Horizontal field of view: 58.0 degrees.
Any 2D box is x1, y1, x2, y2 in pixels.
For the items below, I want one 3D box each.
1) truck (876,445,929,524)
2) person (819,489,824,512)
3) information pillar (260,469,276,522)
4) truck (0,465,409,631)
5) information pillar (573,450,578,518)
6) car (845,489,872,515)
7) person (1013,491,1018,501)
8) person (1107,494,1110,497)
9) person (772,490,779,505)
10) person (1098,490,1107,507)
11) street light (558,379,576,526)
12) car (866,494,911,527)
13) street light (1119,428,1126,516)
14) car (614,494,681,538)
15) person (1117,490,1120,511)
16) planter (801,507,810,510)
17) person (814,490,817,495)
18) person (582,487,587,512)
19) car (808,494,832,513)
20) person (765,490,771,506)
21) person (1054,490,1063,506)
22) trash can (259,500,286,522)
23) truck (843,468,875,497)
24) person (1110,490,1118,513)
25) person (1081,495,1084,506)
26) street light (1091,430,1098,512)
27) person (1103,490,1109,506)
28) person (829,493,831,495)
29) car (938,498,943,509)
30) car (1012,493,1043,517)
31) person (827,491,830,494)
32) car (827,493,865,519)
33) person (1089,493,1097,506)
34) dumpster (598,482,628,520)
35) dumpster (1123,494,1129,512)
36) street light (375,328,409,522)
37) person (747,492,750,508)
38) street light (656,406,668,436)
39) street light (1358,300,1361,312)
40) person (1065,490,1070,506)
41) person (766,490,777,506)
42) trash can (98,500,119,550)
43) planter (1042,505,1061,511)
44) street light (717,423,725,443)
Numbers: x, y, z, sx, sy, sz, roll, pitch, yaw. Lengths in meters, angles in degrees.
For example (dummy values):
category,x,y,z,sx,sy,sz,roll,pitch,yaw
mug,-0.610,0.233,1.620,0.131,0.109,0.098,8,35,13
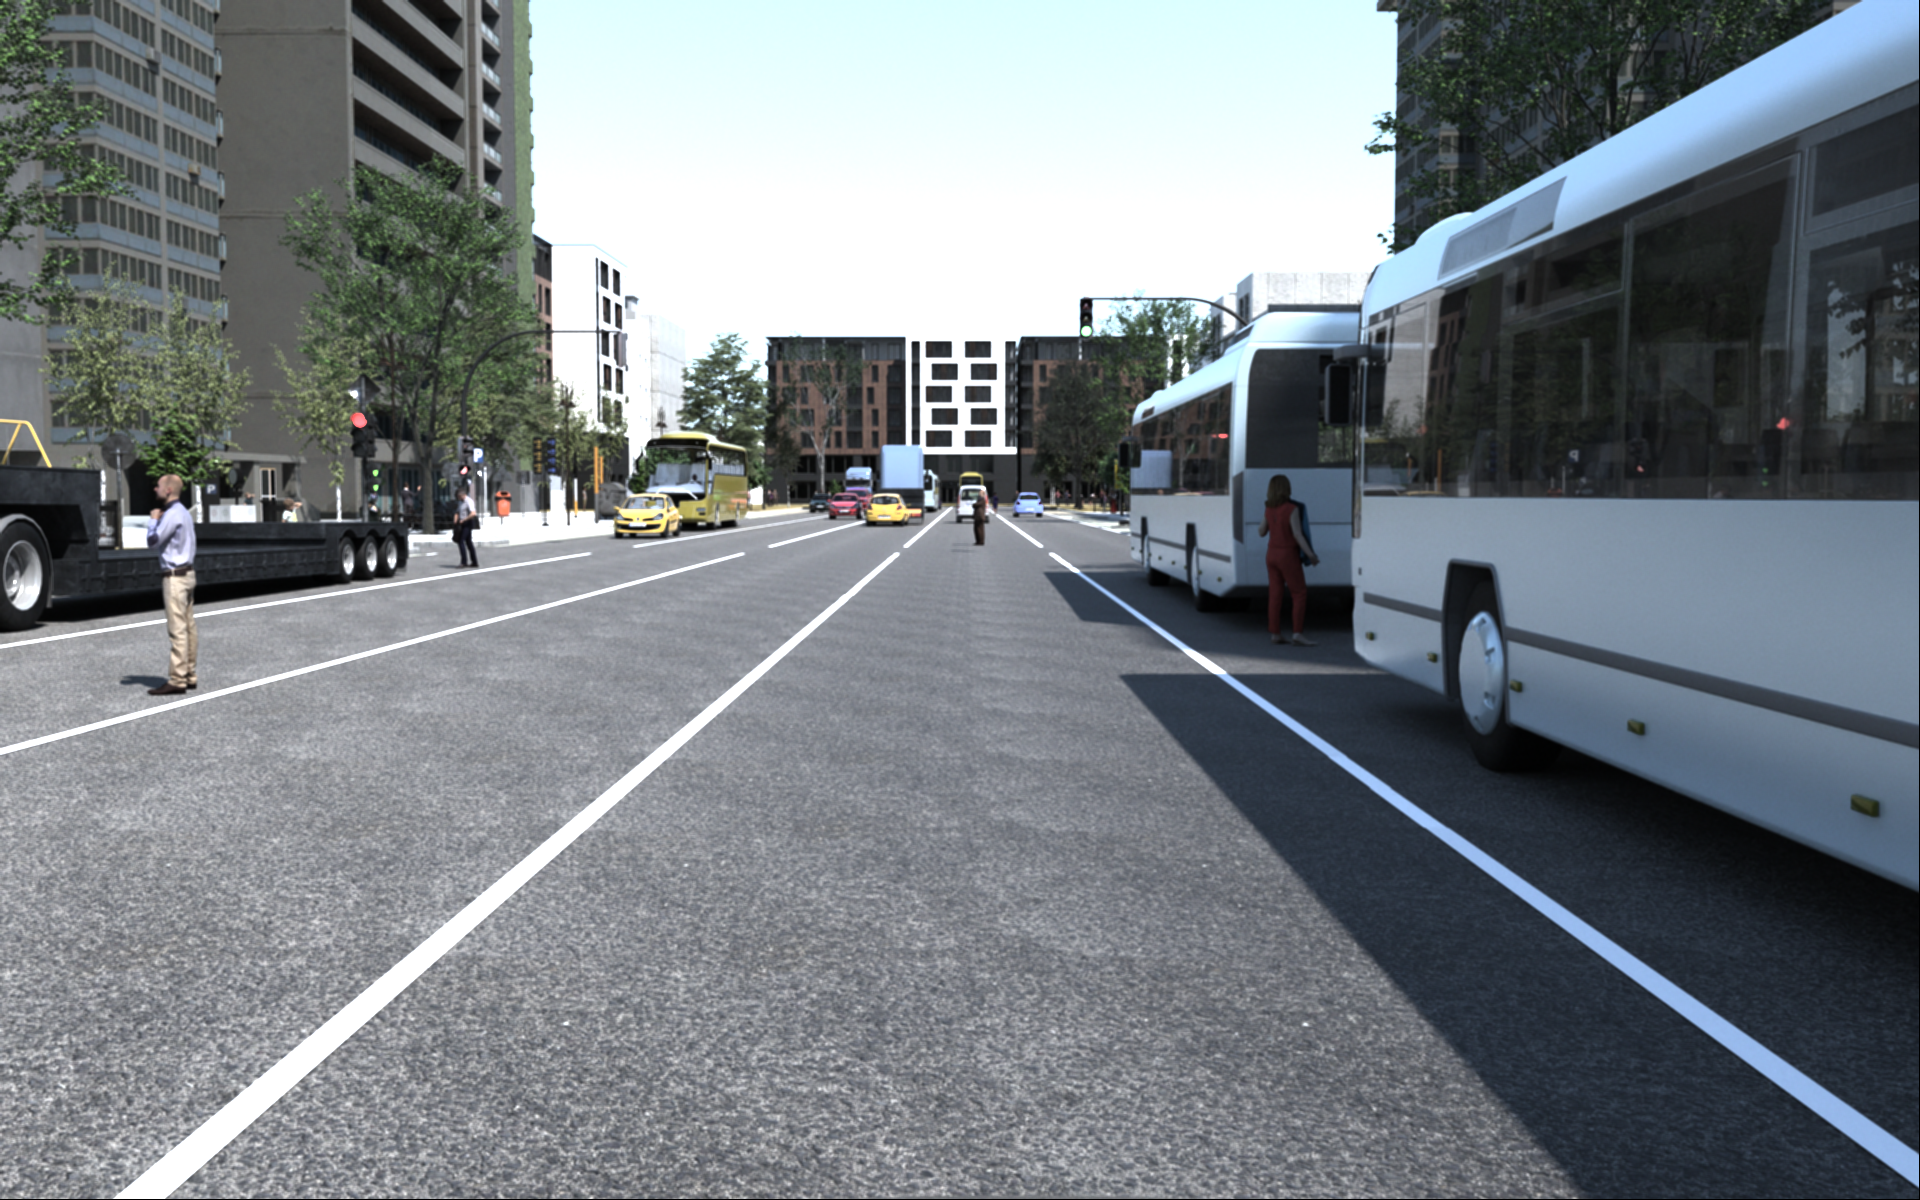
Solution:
category,x,y,z,sx,sy,sz,roll,pitch,yaw
truck,-3.091,-6.099,89.484,2.967,4.110,18.799,0,4,-1
person,-11.039,-7.922,138.163,1.348,1.807,0.705,-3,5,-41
information pillar,-20.002,-2.790,50.109,0.304,2.012,0.304,1,4,9
truck,-10.941,-1.913,21.030,2.967,4.110,18.799,0,4,0
information pillar,-20.607,-6.199,92.715,0.183,3.616,0.504,-2,4,-26
car,-7.186,-6.844,120.567,2.281,1.827,5.304,0,4,2
person,6.475,-11.422,195.800,0.990,1.755,0.434,1,4,13
person,16.998,-11.532,195.298,0.721,1.736,1.217,3,5,43
person,-21.098,-11.676,197.499,0.990,1.755,0.434,0,4,5
person,14.179,-10.140,172.544,1.217,1.743,0.721,3,5,44
street light,-15.801,-5.931,69.755,0.468,5.910,1.993,0,4,0
car,-3.244,-4.134,77.811,2.015,1.641,3.980,0,4,2
street light,9.527,-7.878,101.599,0.468,5.910,1.993,0,4,0
car,-10.306,-2.869,57.126,2.015,1.641,3.980,0,4,-1
person,11.952,-7.680,131.616,0.705,1.822,1.348,-3,5,-39
planter,-13.017,-7.959,151.269,1.991,0.319,1.994,0,4,0
person,-15.905,-11.319,191.899,0.721,1.735,1.217,-2,4,-32
person,-27.066,-7.273,124.966,0.705,1.824,1.348,-1,4,-12
car,-10.648,-7.578,133.679,2.009,1.686,4.222,0,4,0
person,-19.823,-10.504,178.591,0.742,1.727,0.445,-1,4,-21
person,10.424,-10.803,183.390,1.217,1.743,0.721,-3,5,-39
trash can,-16.107,-1.783,40.814,0.748,1.137,0.748,0,3,0
truck,-9.977,-11.696,180.993,2.967,4.110,18.799,0,4,1
person,10.212,-6.522,115.144,0.523,1.526,0.387,-3,5,-44
person,13.202,-11.072,190.258,0.799,1.438,0.628,-1,4,-22
street light,9.557,-9.178,122.844,0.468,5.910,1.993,0,4,0
person,16.006,-11.303,191.368,1.217,1.766,0.721,3,5,44
person,-15.409,-12.019,205.743,0.721,1.736,1.217,1,4,9
car,-2.616,-9.204,163.068,1.945,1.354,3.894,0,4,1
car,4.211,-6.015,107.941,1.945,1.707,3.694,0,4,-2
person,-12.076,-9.236,160.229,0.721,1.735,1.217,0,4,-2
car,-6.526,-5.513,99.180,2.155,1.783,4.494,0,4,-1
person,14.078,-10.695,184.096,0.799,1.438,0.628,-3,5,-39
dumpster,-17.080,-4.838,84.859,1.264,1.857,1.865,0,4,0
dumpster,12.279,-7.162,122.856,1.264,1.857,1.865,0,4,0
street light,-15.834,-4.627,48.434,0.468,5.910,1.993,0,4,0
person,-18.983,-9.126,155.971,0.721,1.743,1.217,-1,4,-12
street light,-15.680,-7.236,91.103,0.468,5.910,1.993,0,4,0
street light,9.236,-4.072,39.359,0.468,5.910,1.993,0,4,0
person,11.824,-11.194,189.515,0.568,1.767,0.683,2,4,33
person,-19.992,-10.817,183.587,1.217,1.739,0.721,1,4,13
trash can,-19.628,-1.715,39.694,0.748,1.137,0.748,0,3,0
planter,7.701,-7.880,149.985,1.991,0.319,1.994,0,4,0
street light,-15.543,-8.548,112.544,0.468,5.910,1.993,0,4,0
